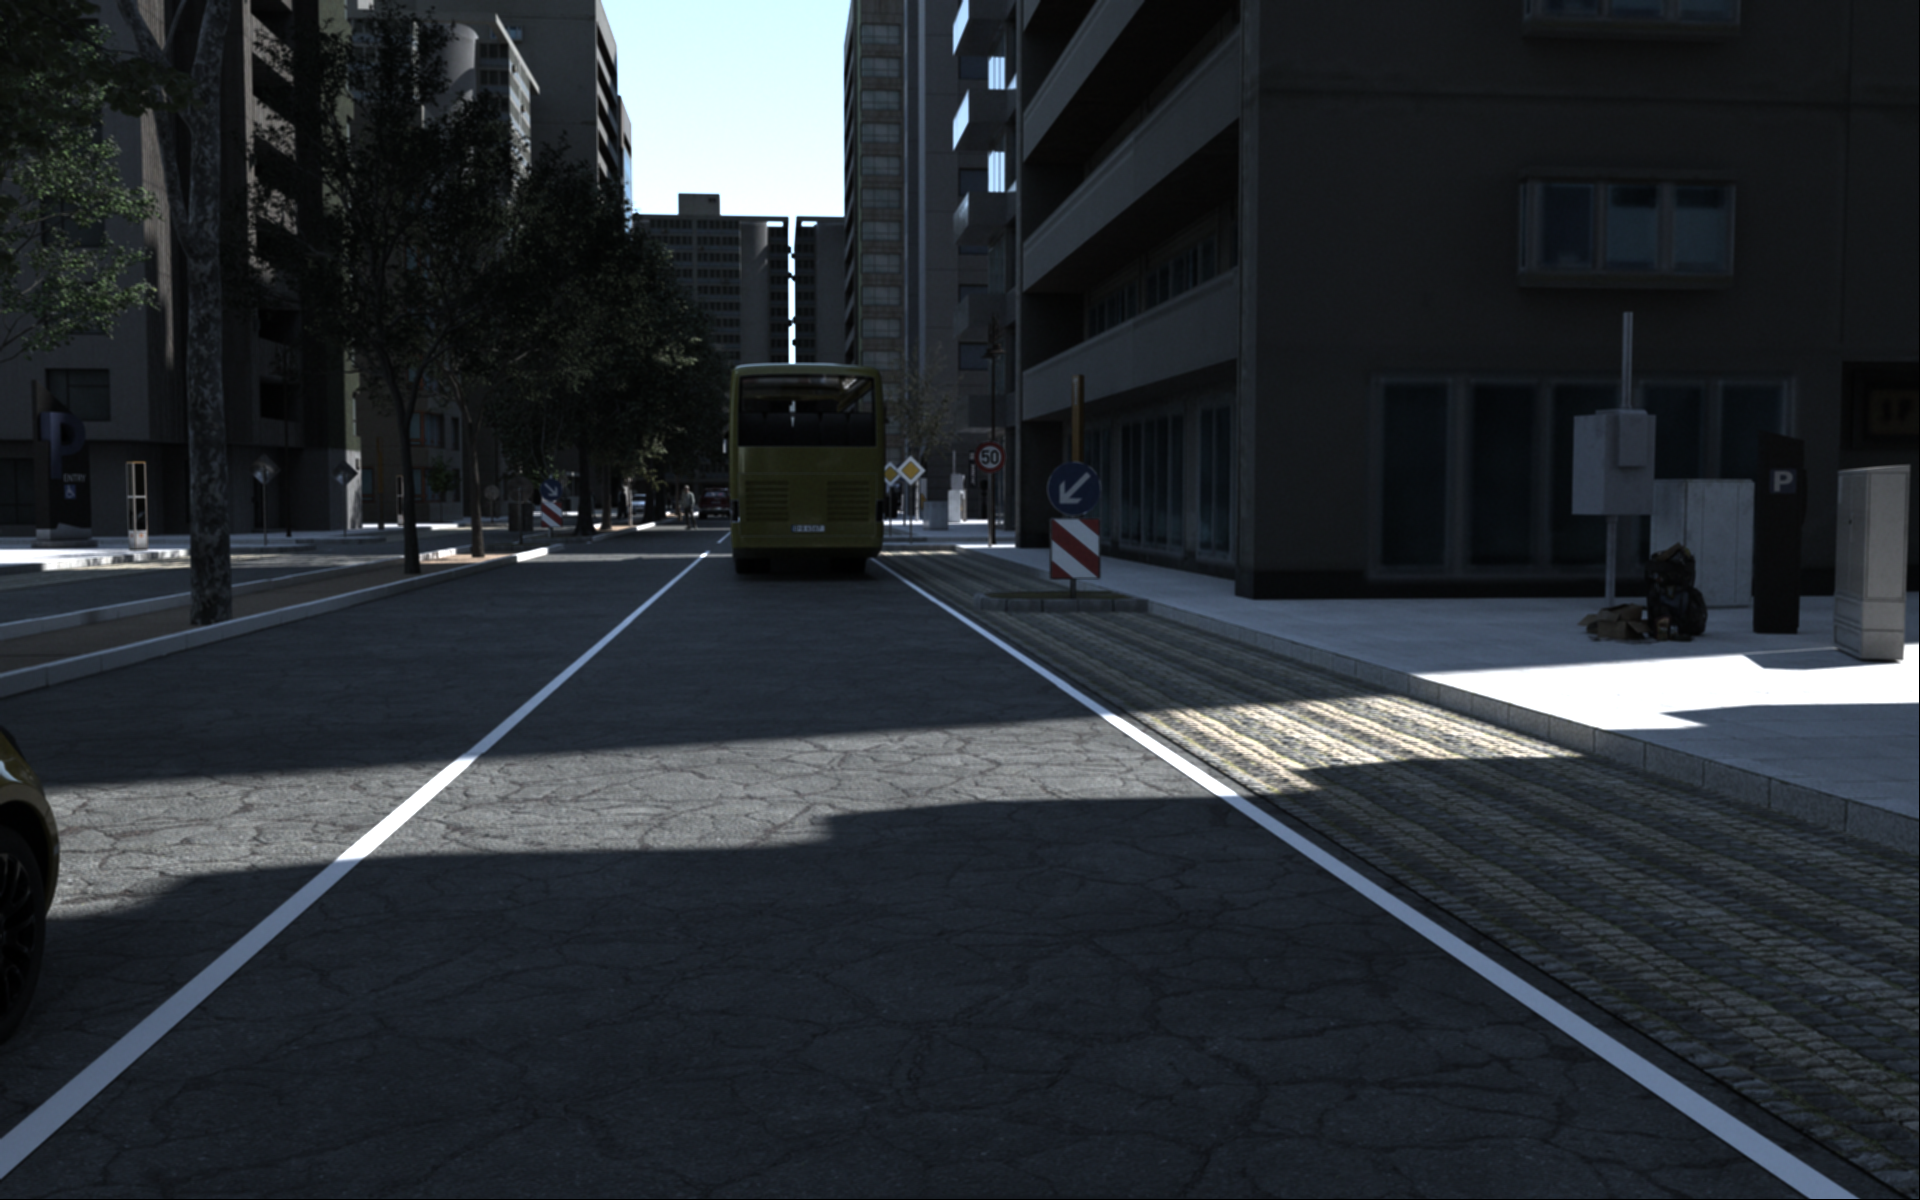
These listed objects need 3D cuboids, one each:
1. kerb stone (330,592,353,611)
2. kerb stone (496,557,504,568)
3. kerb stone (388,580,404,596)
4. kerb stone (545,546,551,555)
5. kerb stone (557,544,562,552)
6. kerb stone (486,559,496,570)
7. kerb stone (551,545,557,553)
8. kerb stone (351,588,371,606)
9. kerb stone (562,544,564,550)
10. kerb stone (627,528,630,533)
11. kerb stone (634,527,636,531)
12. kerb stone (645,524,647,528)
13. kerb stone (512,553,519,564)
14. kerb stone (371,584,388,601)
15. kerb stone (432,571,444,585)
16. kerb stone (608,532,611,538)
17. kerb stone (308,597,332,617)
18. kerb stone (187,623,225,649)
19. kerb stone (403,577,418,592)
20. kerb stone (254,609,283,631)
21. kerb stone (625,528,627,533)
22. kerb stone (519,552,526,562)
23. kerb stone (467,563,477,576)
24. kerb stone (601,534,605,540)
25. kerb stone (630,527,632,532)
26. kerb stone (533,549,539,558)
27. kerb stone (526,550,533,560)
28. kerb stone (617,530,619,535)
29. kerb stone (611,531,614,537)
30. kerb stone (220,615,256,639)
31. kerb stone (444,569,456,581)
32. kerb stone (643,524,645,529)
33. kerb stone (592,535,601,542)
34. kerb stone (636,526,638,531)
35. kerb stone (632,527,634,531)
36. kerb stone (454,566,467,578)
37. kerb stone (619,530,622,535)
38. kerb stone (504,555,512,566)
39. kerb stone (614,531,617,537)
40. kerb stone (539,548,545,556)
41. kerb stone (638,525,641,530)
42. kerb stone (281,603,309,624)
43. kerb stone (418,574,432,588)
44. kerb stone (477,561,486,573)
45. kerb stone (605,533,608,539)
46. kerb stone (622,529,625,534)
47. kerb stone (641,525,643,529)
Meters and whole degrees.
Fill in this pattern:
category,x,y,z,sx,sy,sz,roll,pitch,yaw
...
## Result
category,x,y,z,sx,sy,sz,roll,pitch,yaw
kerb stone,-7.769,0.040,21.551,0.120,0.150,1.000,0,4,-6
kerb stone,-9.084,-0.707,33.754,0.120,0.150,1.000,0,4,-6
kerb stone,-8.099,-0.147,24.604,0.120,0.150,1.000,0,4,-6
kerb stone,-9.843,-1.143,40.887,0.120,0.150,1.000,0,4,-6
kerb stone,-10.061,-1.264,42.920,0.120,0.150,1.000,0,4,-6
kerb stone,-8.971,-0.645,32.738,0.120,0.150,1.000,0,4,-6
kerb stone,-9.947,-1.203,41.904,0.120,0.150,1.000,0,4,-6
kerb stone,-7.889,-0.023,22.570,0.120,0.150,1.000,0,4,-6
kerb stone,-10.170,-1.330,43.936,0.120,0.150,1.000,0,4,-6
kerb stone,-12.189,-2.488,62.875,0.120,0.150,1.000,0,4,-6
kerb stone,-12.523,-2.673,65.933,0.120,0.150,1.000,0,4,-6
kerb stone,-13.056,-2.980,71.020,0.120,0.150,1.000,0,4,-6
kerb stone,-9.292,-0.831,35.787,0.120,0.150,1.000,0,4,-6
kerb stone,-7.993,-0.085,23.587,0.120,0.150,1.000,0,4,-6
kerb stone,-8.432,-0.334,27.656,0.120,0.150,1.000,0,4,-6
kerb stone,-11.430,-2.052,55.749,0.120,0.150,1.000,0,4,-6
kerb stone,-7.666,0.104,20.533,0.120,0.150,1.000,0,4,-6
kerb stone,-7.234,0.354,16.455,0.120,0.150,1.000,0,4,-6
kerb stone,-8.218,-0.209,25.619,0.120,0.150,1.000,0,4,-6
kerb stone,-7.459,0.230,18.488,0.120,0.150,1.000,0,4,-6
kerb stone,-12.081,-2.426,61.854,0.120,0.150,1.000,0,4,-6
kerb stone,-9.405,-0.894,36.812,0.120,0.150,1.000,0,4,-6
kerb stone,-8.751,-0.520,30.706,0.120,0.150,1.000,0,4,-6
kerb stone,-11.206,-1.927,53.710,0.120,0.150,1.000,0,4,-6
kerb stone,-12.300,-2.551,63.901,0.120,0.150,1.000,0,4,-6
kerb stone,-9.623,-1.015,38.852,0.120,0.150,1.000,0,4,-6
kerb stone,-9.516,-0.956,37.830,0.120,0.150,1.000,0,4,-6
kerb stone,-11.757,-2.239,58.805,0.120,0.150,1.000,0,4,-6
kerb stone,-11.537,-2.111,56.766,0.120,0.150,1.000,0,4,-6
kerb stone,-7.343,0.289,17.472,0.120,0.150,1.000,0,4,-6
kerb stone,-8.543,-0.390,28.672,0.120,0.150,1.000,0,4,-6
kerb stone,-12.953,-2.924,70.002,0.120,0.150,1.000,0,4,-6
kerb stone,-11.101,-1.862,52.688,0.120,0.150,1.000,0,4,-6
kerb stone,-12.632,-2.735,66.951,0.120,0.150,1.000,0,4,-6
kerb stone,-12.412,-2.613,64.917,0.120,0.150,1.000,0,4,-6
kerb stone,-8.640,-0.457,29.690,0.120,0.150,1.000,0,4,-6
kerb stone,-11.863,-2.301,59.821,0.120,0.150,1.000,0,4,-6
kerb stone,-9.187,-0.768,34.771,0.120,0.150,1.000,0,4,-6
kerb stone,-11.643,-2.174,57.789,0.120,0.150,1.000,0,4,-6
kerb stone,-9.731,-1.081,39.868,0.120,0.150,1.000,0,4,-6
kerb stone,-12.728,-2.800,67.968,0.120,0.150,1.000,0,4,-6
kerb stone,-7.561,0.164,19.507,0.120,0.150,1.000,0,4,-6
kerb stone,-8.321,-0.272,26.636,0.120,0.150,1.000,0,4,-6
kerb stone,-8.870,-0.581,31.721,0.120,0.150,1.000,0,4,-6
kerb stone,-11.326,-1.985,54.732,0.120,0.150,1.000,0,4,-6
kerb stone,-11.970,-2.359,60.838,0.120,0.150,1.000,0,4,-6
kerb stone,-12.838,-2.858,68.987,0.120,0.150,1.000,0,4,-6
